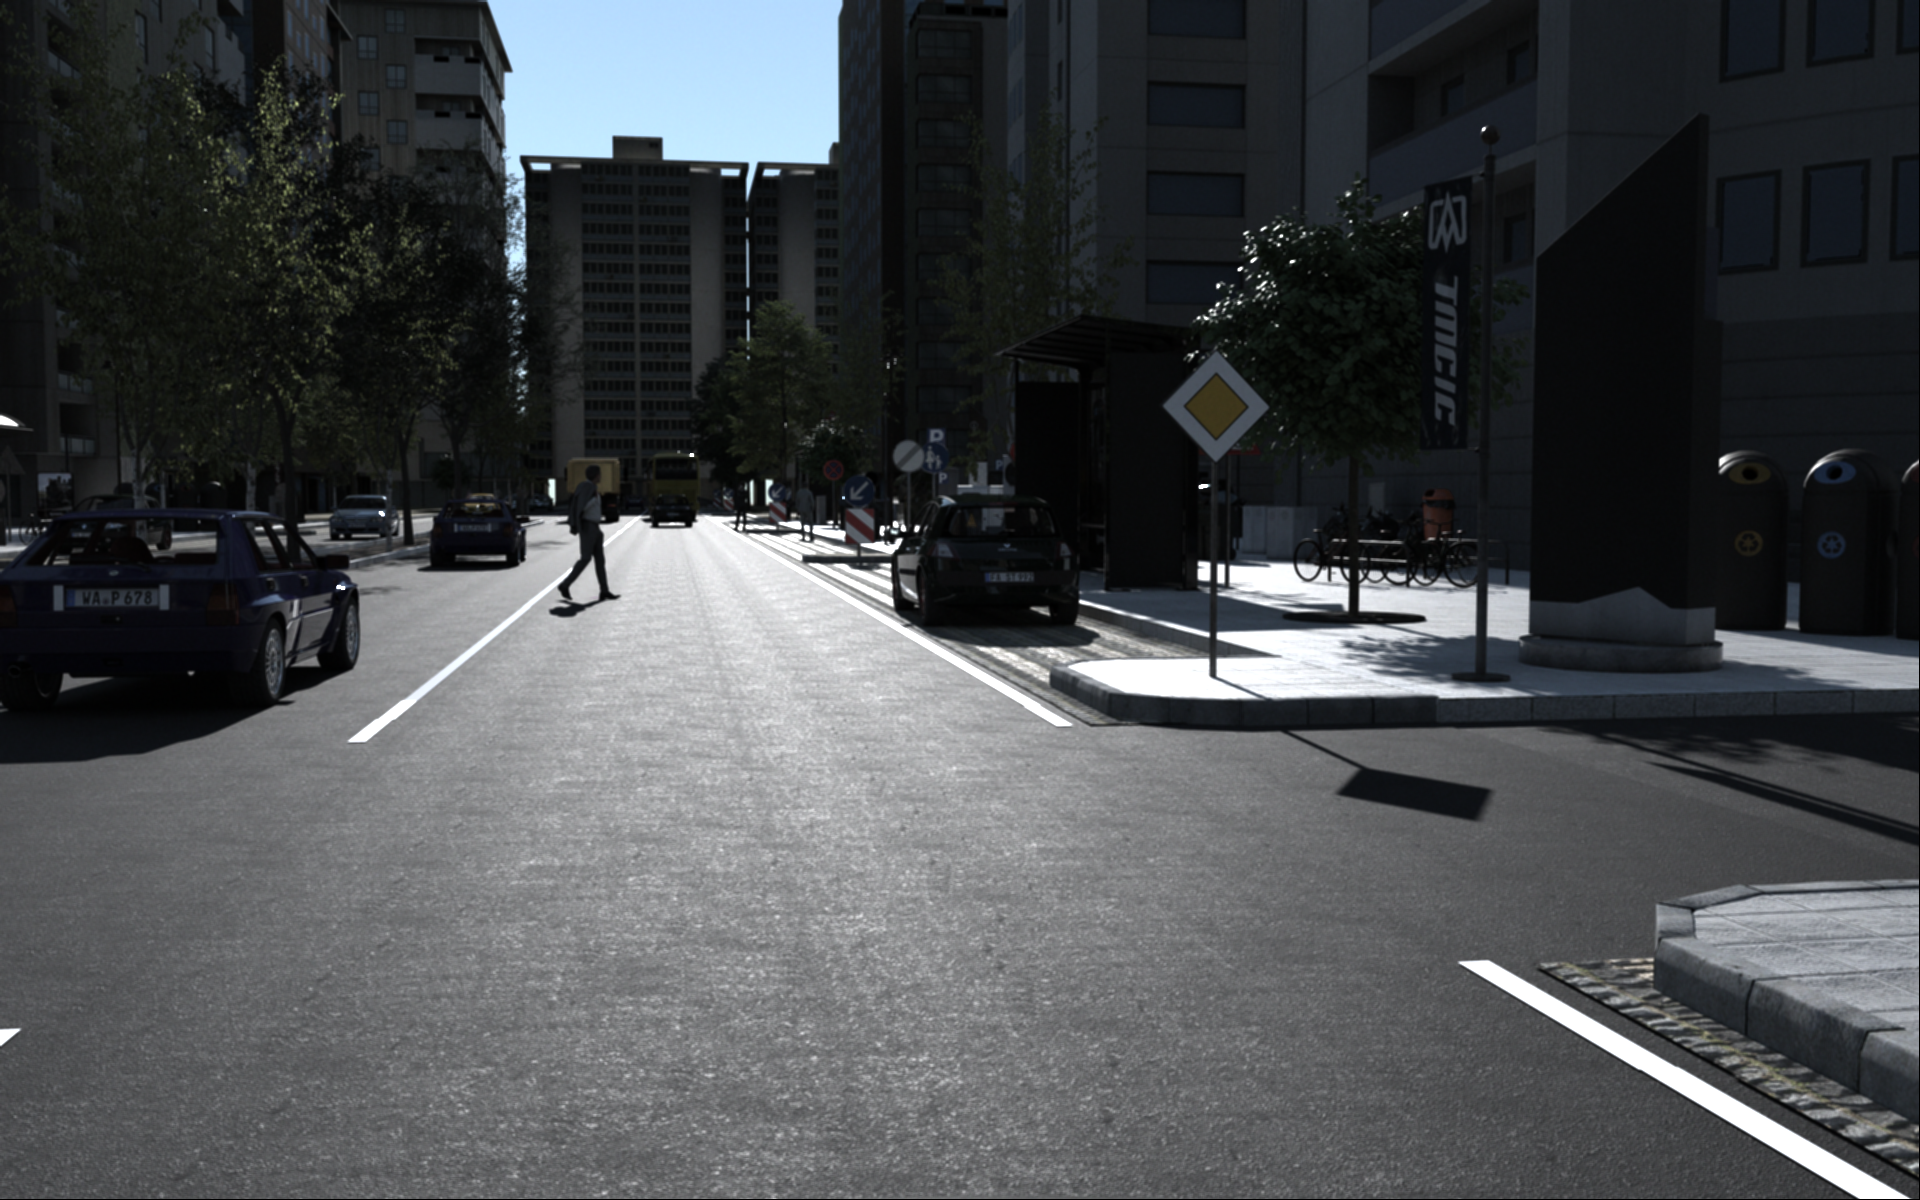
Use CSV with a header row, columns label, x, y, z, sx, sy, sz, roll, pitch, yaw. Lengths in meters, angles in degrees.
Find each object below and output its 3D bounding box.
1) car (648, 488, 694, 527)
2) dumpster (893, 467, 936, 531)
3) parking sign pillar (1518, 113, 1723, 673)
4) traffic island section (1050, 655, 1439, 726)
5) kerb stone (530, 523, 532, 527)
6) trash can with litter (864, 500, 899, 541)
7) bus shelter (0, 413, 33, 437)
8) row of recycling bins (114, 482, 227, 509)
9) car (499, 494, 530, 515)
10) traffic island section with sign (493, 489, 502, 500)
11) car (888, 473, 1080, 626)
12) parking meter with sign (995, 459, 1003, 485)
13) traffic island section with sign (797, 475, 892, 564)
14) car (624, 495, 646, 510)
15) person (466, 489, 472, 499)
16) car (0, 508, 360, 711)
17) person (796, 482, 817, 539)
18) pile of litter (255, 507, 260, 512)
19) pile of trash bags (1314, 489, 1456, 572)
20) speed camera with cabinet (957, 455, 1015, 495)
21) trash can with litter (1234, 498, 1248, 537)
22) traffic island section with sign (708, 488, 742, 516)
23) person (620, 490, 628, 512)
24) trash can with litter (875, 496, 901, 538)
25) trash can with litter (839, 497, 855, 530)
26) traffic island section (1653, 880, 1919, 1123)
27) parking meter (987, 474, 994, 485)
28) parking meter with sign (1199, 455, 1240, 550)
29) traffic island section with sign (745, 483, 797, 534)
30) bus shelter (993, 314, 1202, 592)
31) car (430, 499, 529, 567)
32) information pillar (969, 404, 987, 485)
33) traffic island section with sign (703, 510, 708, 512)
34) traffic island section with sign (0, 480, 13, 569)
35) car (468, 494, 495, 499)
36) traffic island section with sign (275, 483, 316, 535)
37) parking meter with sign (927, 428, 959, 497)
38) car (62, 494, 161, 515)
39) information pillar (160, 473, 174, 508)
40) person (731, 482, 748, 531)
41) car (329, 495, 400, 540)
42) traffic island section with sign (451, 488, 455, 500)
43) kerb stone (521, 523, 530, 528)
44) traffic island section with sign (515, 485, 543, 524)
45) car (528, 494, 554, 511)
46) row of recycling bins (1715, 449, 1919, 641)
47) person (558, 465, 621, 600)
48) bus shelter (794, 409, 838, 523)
label,x,y,z,sx,sy,sz,roll,pitch,yaw
car,-12.741,-4.082,76.532,2.009,1.686,4.222,-1,4,-11
dumpster,-1.303,-3.127,53.627,1.502,2.255,1.985,-1,4,-9
parking sign pillar,4.980,-1.499,12.980,1.447,3.967,1.447,-3,4,-38
traffic island section,1.793,0.618,12.170,2.009,0.180,2.903,-1,4,-10
kerb stone,-18.585,-3.186,74.307,0.120,0.150,1.000,-1,4,-10
trash can with litter,-2.179,-2.213,47.576,1.055,1.170,0.624,1,4,20
bus shelter,-23.449,-2.820,40.024,2.014,3.302,5.546,-1,4,-10
row of recycling bins,-26.869,-3.171,58.967,3.534,1.692,1.069,-3,4,-37
car,-31.357,-6.741,122.010,2.131,1.459,4.920,-1,4,-11
traffic island section with sign,-36.379,-7.812,136.355,1.989,1.847,2.006,-1,4,-10
car,0.214,-0.635,20.174,2.009,1.686,4.222,-1,4,-8
parking meter with sign,2.501,-5.610,87.991,0.543,3.016,1.738,3,4,37
traffic island section with sign,-2.306,-1.700,36.427,1.989,1.847,2.006,-1,4,-10
car,-29.805,-8.941,158.766,1.945,1.354,3.894,-1,4,-9
person,-31.683,-6.282,111.877,0.621,1.740,0.551,-1,4,-15
car,-5.653,-0.019,12.883,1.945,1.354,3.894,0,4,-8
person,-4.836,-2.798,54.346,0.635,1.810,0.391,0,4,6
pile of litter,-27.415,-3.301,67.940,1.176,0.858,1.719,1,4,10
pile of trash bags,7.569,-1.233,29.909,1.912,1.369,3.447,-1,4,-13
speed camera with cabinet,0.863,-2.737,39.082,2.038,3.252,0.660,3,5,41
trash can with litter,8.023,-2.428,51.085,0.624,1.170,1.055,-2,4,-26
traffic island section with sign,-15.148,-6.354,112.511,1.989,1.847,2.006,-1,4,-10
person,-26.887,-7.842,137.233,1.217,1.766,0.721,-3,4,-36
trash can with litter,-1.815,-2.401,50.311,2.233,1.210,1.678,-1,4,-20
trash can with litter,-3.992,-3.102,62.101,0.624,1.170,1.055,-1,4,-14
traffic island section,3.123,1.100,4.296,2.009,0.180,2.903,-1,4,-10
parking meter,0.762,-2.701,49.876,0.399,1.863,0.255,2,4,34
parking meter with sign,5.559,-2.656,39.683,1.738,3.016,0.543,0,4,-5
traffic island section with sign,-6.791,-3.326,63.008,1.989,1.847,2.006,-1,4,-10
bus shelter,1.906,-2.114,25.849,1.731,3.624,6.357,-1,4,-10
car,-9.903,-1.416,35.725,1.945,1.354,3.894,-1,4,-11
information pillar,0.454,-3.274,44.886,0.504,3.616,0.183,1,4,18
traffic island section with sign,-19.650,-7.979,139.089,1.989,1.847,2.006,-1,4,-10
traffic island section with sign,-19.043,-1.529,33.621,1.989,1.847,2.006,-1,4,-10
car,-25.372,-4.991,91.822,2.015,1.641,3.980,-1,4,-10
traffic island section with sign,-23.539,-3.157,60.250,1.989,1.847,2.006,-1,4,-10
parking meter with sign,-0.310,-3.076,46.550,0.543,3.016,1.738,1,4,21
car,-20.747,-1.999,42.464,2.009,1.686,4.222,0,4,-8
information pillar,-27.804,-3.442,60.768,0.304,2.012,0.304,1,4,20
person,-8.547,-3.643,67.423,0.648,1.900,0.474,3,5,40
car,-19.225,-2.693,56.040,2.014,1.417,4.499,-1,4,-11
traffic island section with sign,-31.897,-6.186,109.774,1.989,1.847,2.006,-1,4,-10
kerb stone,-18.410,-3.121,73.300,0.120,0.150,1.000,-1,4,-10
traffic island section with sign,-21.311,-4.648,84.139,2.006,1.907,1.989,-1,4,-10
car,-35.117,-8.156,145.155,2.131,1.459,4.920,-1,4,-10
row of recycling bins,8.418,-0.520,15.614,1.069,1.692,3.534,-3,5,-41
person,-5.040,-0.910,23.484,0.850,1.850,0.679,0,4,0
bus shelter,-6.422,-6.236,79.584,2.179,5.291,8.768,-1,4,-10
